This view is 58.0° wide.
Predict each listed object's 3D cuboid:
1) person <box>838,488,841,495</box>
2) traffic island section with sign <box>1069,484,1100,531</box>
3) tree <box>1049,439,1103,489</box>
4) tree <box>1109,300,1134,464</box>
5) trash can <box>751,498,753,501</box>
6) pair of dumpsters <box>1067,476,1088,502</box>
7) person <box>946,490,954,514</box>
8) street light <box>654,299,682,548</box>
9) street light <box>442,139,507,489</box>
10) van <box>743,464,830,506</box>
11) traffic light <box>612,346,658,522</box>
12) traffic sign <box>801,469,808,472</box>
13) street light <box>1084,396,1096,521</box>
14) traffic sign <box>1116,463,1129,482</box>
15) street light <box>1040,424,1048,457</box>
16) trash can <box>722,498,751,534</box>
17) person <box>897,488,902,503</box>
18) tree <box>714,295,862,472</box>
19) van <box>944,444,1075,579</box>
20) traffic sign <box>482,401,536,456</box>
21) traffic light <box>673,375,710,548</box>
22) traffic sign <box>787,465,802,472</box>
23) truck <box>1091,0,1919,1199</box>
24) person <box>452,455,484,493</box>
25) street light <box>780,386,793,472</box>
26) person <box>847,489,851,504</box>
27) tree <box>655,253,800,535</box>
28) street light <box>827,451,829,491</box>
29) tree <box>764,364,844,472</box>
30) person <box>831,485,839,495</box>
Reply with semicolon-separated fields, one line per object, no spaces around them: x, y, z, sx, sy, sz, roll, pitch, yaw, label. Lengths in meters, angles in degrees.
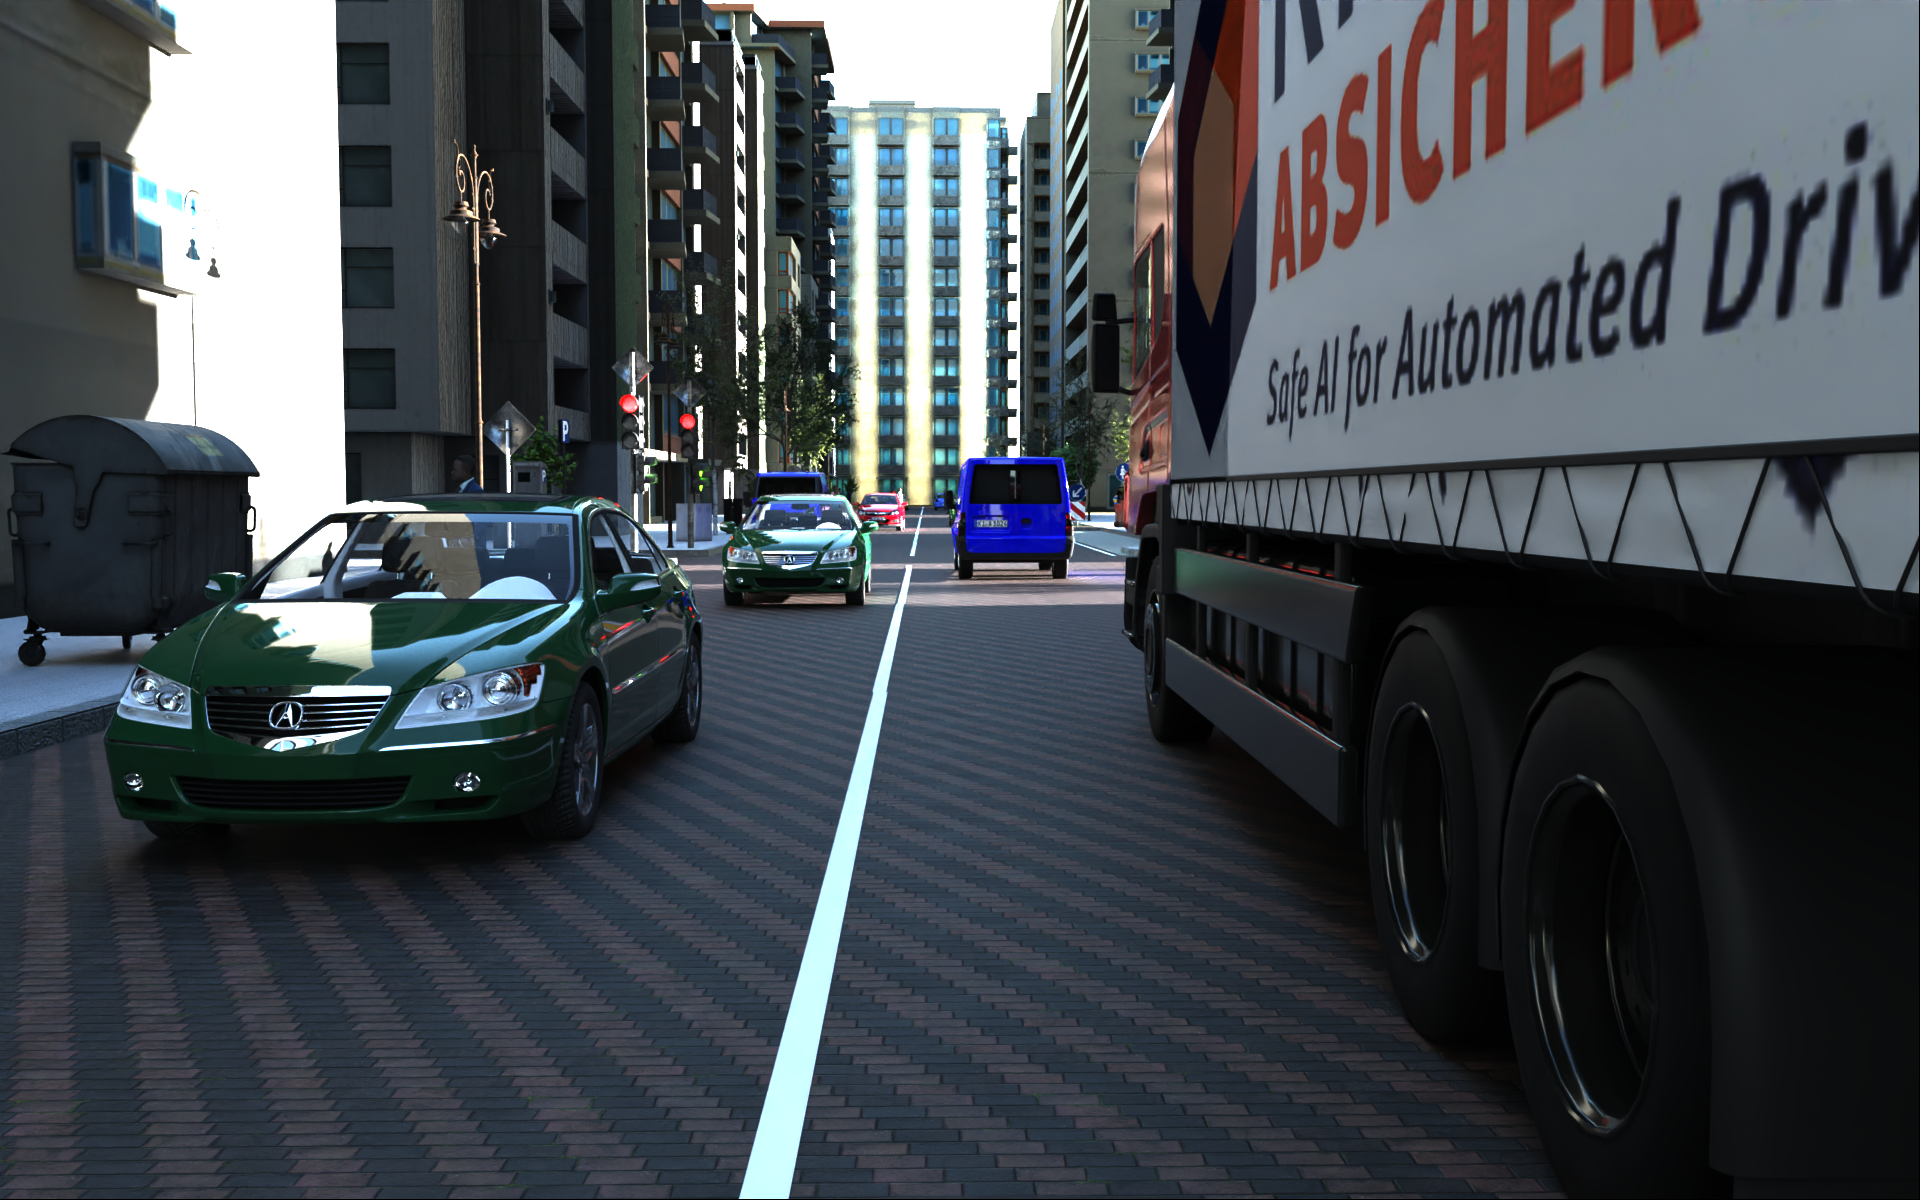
-10.912;-9.256;157.365;0.705;1.826;1.348;0;4;-4;person
4.416;-3.616;67.756;1.989;1.847;2.006;0;4;-1;traffic island section with sign
6.814;-7.765;110.675;4.285;4.588;4.351;0;3;0;tree
7.208;-6.537;57.242;4.737;8.622;4.395;0;3;0;tree
-7.559;-3.170;63.483;0.748;1.137;0.748;0;3;0;trash can
5.999;-5.547;93.184;1.574;2.255;4.437;0;4;-1;pair of dumpsters
-0.702;-7.007;123.981;0.541;1.710;0.530;3;5;40;person
-6.925;-4.187;41.239;0.468;5.910;1.993;0;4;-1;street light
-6.428;-3.077;23.092;0.468;5.910;1.993;0;4;-1;street light
-4.507;-2.559;46.216;2.240;2.365;5.245;0;4;-2;van
-6.215;-2.697;33.022;0.839;4.253;0.868;0;4;-1;traffic light
-7.940;-5.337;87.369;0.768;2.556;0.104;1;4;8;traffic sign
6.139;-6.691;82.191;0.468;5.910;1.993;0;4;-1;street light
6.796;-4.359;71.378;0.768;2.556;0.104;1;4;8;traffic sign
5.528;-8.692;114.908;0.468;5.910;1.993;0;4;-1;street light
-7.347;-2.718;56.089;0.748;1.137;0.748;0;3;0;trash can
-3.774;-5.986;106.591;0.641;1.798;0.478;0;4;4;person
-8.035;-8.958;80.873;7.601;10.594;8.767;0;4;8;tree
0.856;-1.624;30.932;2.240;2.365;5.245;0;4;-1;van
-6.412;-1.519;24.563;0.795;2.593;0.064;0;4;4;traffic sign
-6.371;-3.186;41.006;0.839;4.253;0.868;0;4;-1;traffic light
-7.342;-4.671;76.479;0.768;2.556;0.104;0;4;4;traffic sign
2.320;-1.082;6.597;2.839;4.237;11.283;0;4;-1;truck
-4.770;-0.487;16.649;0.419;1.800;0.721;-3;5;-44;person
-7.477;-6.221;74.497;0.468;5.910;1.993;0;4;-1;street light
-9.966;-9.106;155.840;0.530;1.710;0.541;-2;4;-30;person
-7.392;-6.311;53.539;4.360;8.622;3.978;0;3;0;tree
-8.140;-8.208;106.985;0.468;5.910;1.993;0;4;-1;street light
-8.482;-8.678;92.247;4.737;8.622;4.395;0;3;0;tree
-5.478;-4.110;75.713;0.388;1.821;0.555;2;4;35;person
